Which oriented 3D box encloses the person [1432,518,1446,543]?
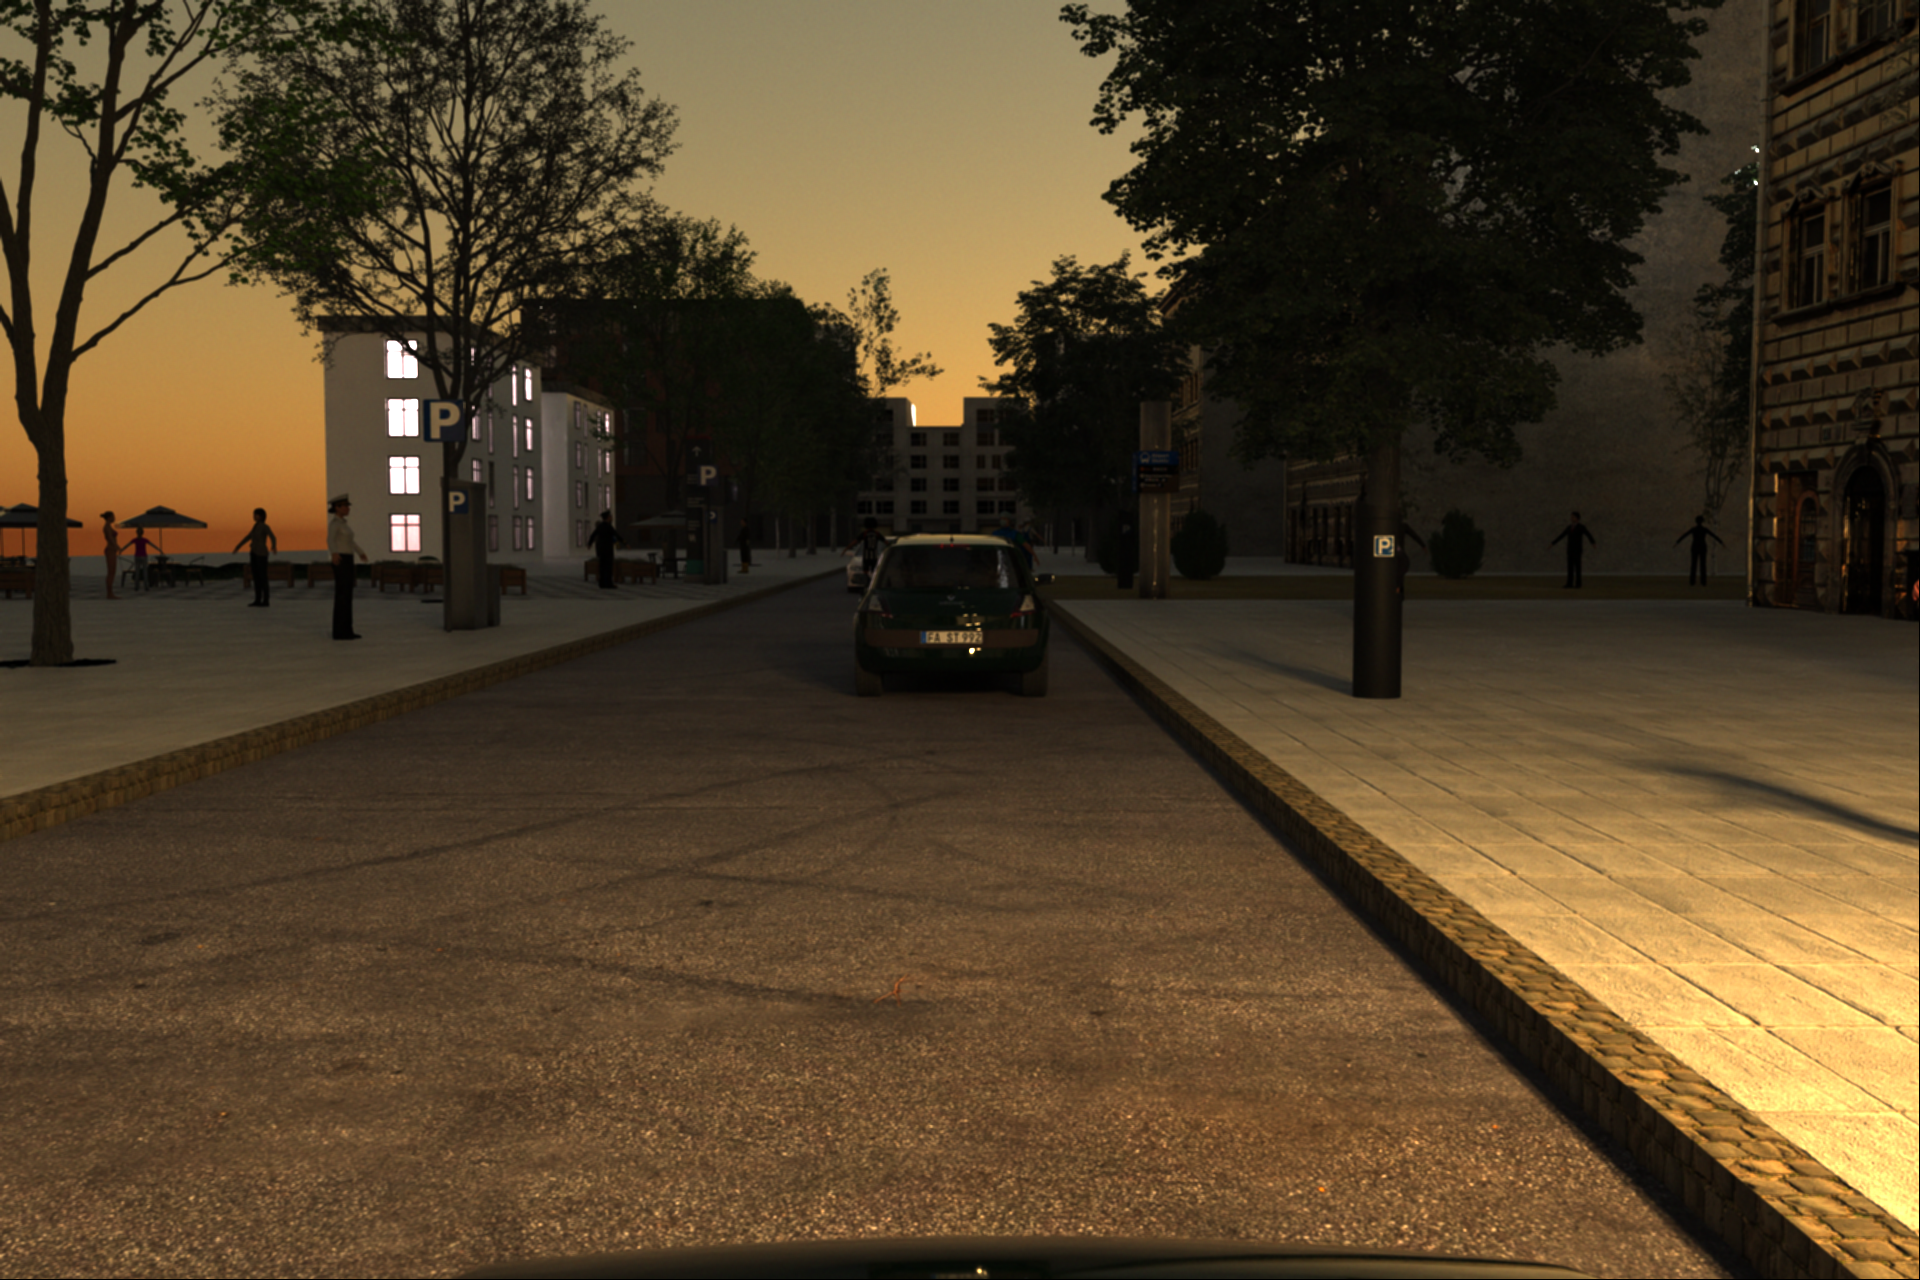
[{"bbox_3d":[16.003,-3.111,57.050,0.705,1.806,1.347,-2,4,-35],"label":"person"}]

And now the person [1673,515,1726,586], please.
[{"bbox_3d":[18.313,-2.213,42.900,1.216,1.740,0.721,2,4,29],"label":"person"}]

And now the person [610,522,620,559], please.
[{"bbox_3d":[-14.878,-4.114,73.485,0.704,1.802,1.346,2,4,32],"label":"person"}]

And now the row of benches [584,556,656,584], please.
[{"bbox_3d":[-9.085,-1.867,45.991,1.422,0.672,4.104,-2,4,-29],"label":"row of benches"}]

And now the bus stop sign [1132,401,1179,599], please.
[{"bbox_3d":[3.902,-2.790,34.636,0.837,3.901,0.837,0,4,-2],"label":"bus stop sign"}]

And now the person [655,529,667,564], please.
[{"bbox_3d":[-11.888,-3.889,69.849,0.705,1.796,1.348,-3,4,-38],"label":"person"}]

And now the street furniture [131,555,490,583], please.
[{"bbox_3d":[-18.012,-2.073,49.516,10.072,0.657,5.734,-1,4,-19],"label":"street furniture"}]

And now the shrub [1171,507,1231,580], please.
[{"bbox_3d":[6.697,-2.674,48.139,1.690,2.028,1.600,0,3,0],"label":"shrub"}]

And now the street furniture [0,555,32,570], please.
[{"bbox_3d":[-31.860,-2.800,52.634,9.812,1.723,11.010,1,4,9],"label":"street furniture"}]

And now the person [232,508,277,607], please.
[{"bbox_3d":[-12.457,-1.460,30.637,1.215,1.744,0.721,2,4,34],"label":"person"}]

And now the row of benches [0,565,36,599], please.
[{"bbox_3d":[-20.172,-1.179,34.734,4.104,0.672,1.422,1,4,14],"label":"row of benches"}]

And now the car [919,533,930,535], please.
[{"bbox_3d":[-2.897,-7.679,134.593,2.155,1.783,4.494,0,3,0],"label":"car"}]

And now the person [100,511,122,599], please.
[{"bbox_3d":[-16.753,-1.684,34.339,0.721,1.733,1.217,-2,4,-31],"label":"person"}]

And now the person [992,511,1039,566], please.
[{"bbox_3d":[0.751,-1.267,29.302,1.347,1.817,0.704,2,4,26],"label":"person"}]

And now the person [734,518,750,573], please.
[{"bbox_3d":[-7.096,-3.094,56.725,0.704,1.812,1.346,-2,4,-26],"label":"person"}]

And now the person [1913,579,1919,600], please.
[{"bbox_3d":[3.916,-0.010,6.652,0.568,1.767,0.683,-1,4,-8],"label":"person"}]

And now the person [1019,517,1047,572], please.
[{"bbox_3d":[2.307,-3.231,58.681,1.347,1.847,0.705,2,4,28],"label":"person"}]

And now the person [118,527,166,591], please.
[{"bbox_3d":[-18.368,-1.810,38.863,0.991,1.433,0.599,-1,4,-16],"label":"person"}]

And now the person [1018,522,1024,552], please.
[{"bbox_3d":[2.360,-3.861,69.596,0.721,1.772,1.216,0,4,-7],"label":"person"}]

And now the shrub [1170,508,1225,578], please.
[{"bbox_3d":[6.914,-2.847,50.591,1.661,2.075,1.752,0,3,0],"label":"shrub"}]

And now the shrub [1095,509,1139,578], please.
[{"bbox_3d":[4.781,-2.857,51.126,1.690,2.028,1.600,0,3,0],"label":"shrub"}]

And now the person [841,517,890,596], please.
[{"bbox_3d":[-2.080,-1.923,40.035,1.345,1.843,0.704,-1,4,-17],"label":"person"}]

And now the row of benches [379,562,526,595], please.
[{"bbox_3d":[-11.007,-1.358,37.669,4.104,0.672,1.422,2,4,32],"label":"row of benches"}]

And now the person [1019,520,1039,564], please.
[{"bbox_3d":[2.685,-4.000,71.185,1.354,1.856,0.705,-3,5,-43],"label":"person"}]

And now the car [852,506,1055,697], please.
[{"bbox_3d":[-0.066,-0.419,16.630,2.009,1.686,4.222,0,4,0],"label":"car"}]

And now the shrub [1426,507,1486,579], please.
[{"bbox_3d":[14.144,-2.774,49.392,1.661,2.075,1.752,0,3,0],"label":"shrub"}]

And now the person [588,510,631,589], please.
[{"bbox_3d":[-8.281,-2.123,40.641,1.347,1.837,0.705,2,4,33],"label":"person"}]

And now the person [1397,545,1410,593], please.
[{"bbox_3d":[5.812,-0.884,23.732,0.697,1.427,0.421,0,4,-2],"label":"person"}]

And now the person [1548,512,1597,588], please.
[{"bbox_3d":[14.541,-2.131,41.033,0.705,1.806,1.347,-2,4,-33],"label":"person"}]

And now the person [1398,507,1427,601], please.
[{"bbox_3d":[8.287,-1.644,33.057,1.348,1.807,0.705,0,4,-4],"label":"person"}]

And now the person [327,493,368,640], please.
[{"bbox_3d":[-7.458,-0.898,21.138,0.721,1.778,1.216,0,4,-3],"label":"person"}]

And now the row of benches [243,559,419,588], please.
[{"bbox_3d":[-15.237,-1.611,41.802,4.104,0.672,1.422,-1,4,-14],"label":"row of benches"}]

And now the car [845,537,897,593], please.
[{"bbox_3d":[-1.826,-1.926,43.856,2.083,1.381,4.827,0,4,0],"label":"car"}]

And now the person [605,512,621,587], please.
[{"bbox_3d":[-8.531,-2.210,42.104,0.705,1.833,1.349,-2,4,-26],"label":"person"}]

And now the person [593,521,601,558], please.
[{"bbox_3d":[-14.510,-3.869,69.391,0.705,1.813,1.348,0,3,0],"label":"person"}]
